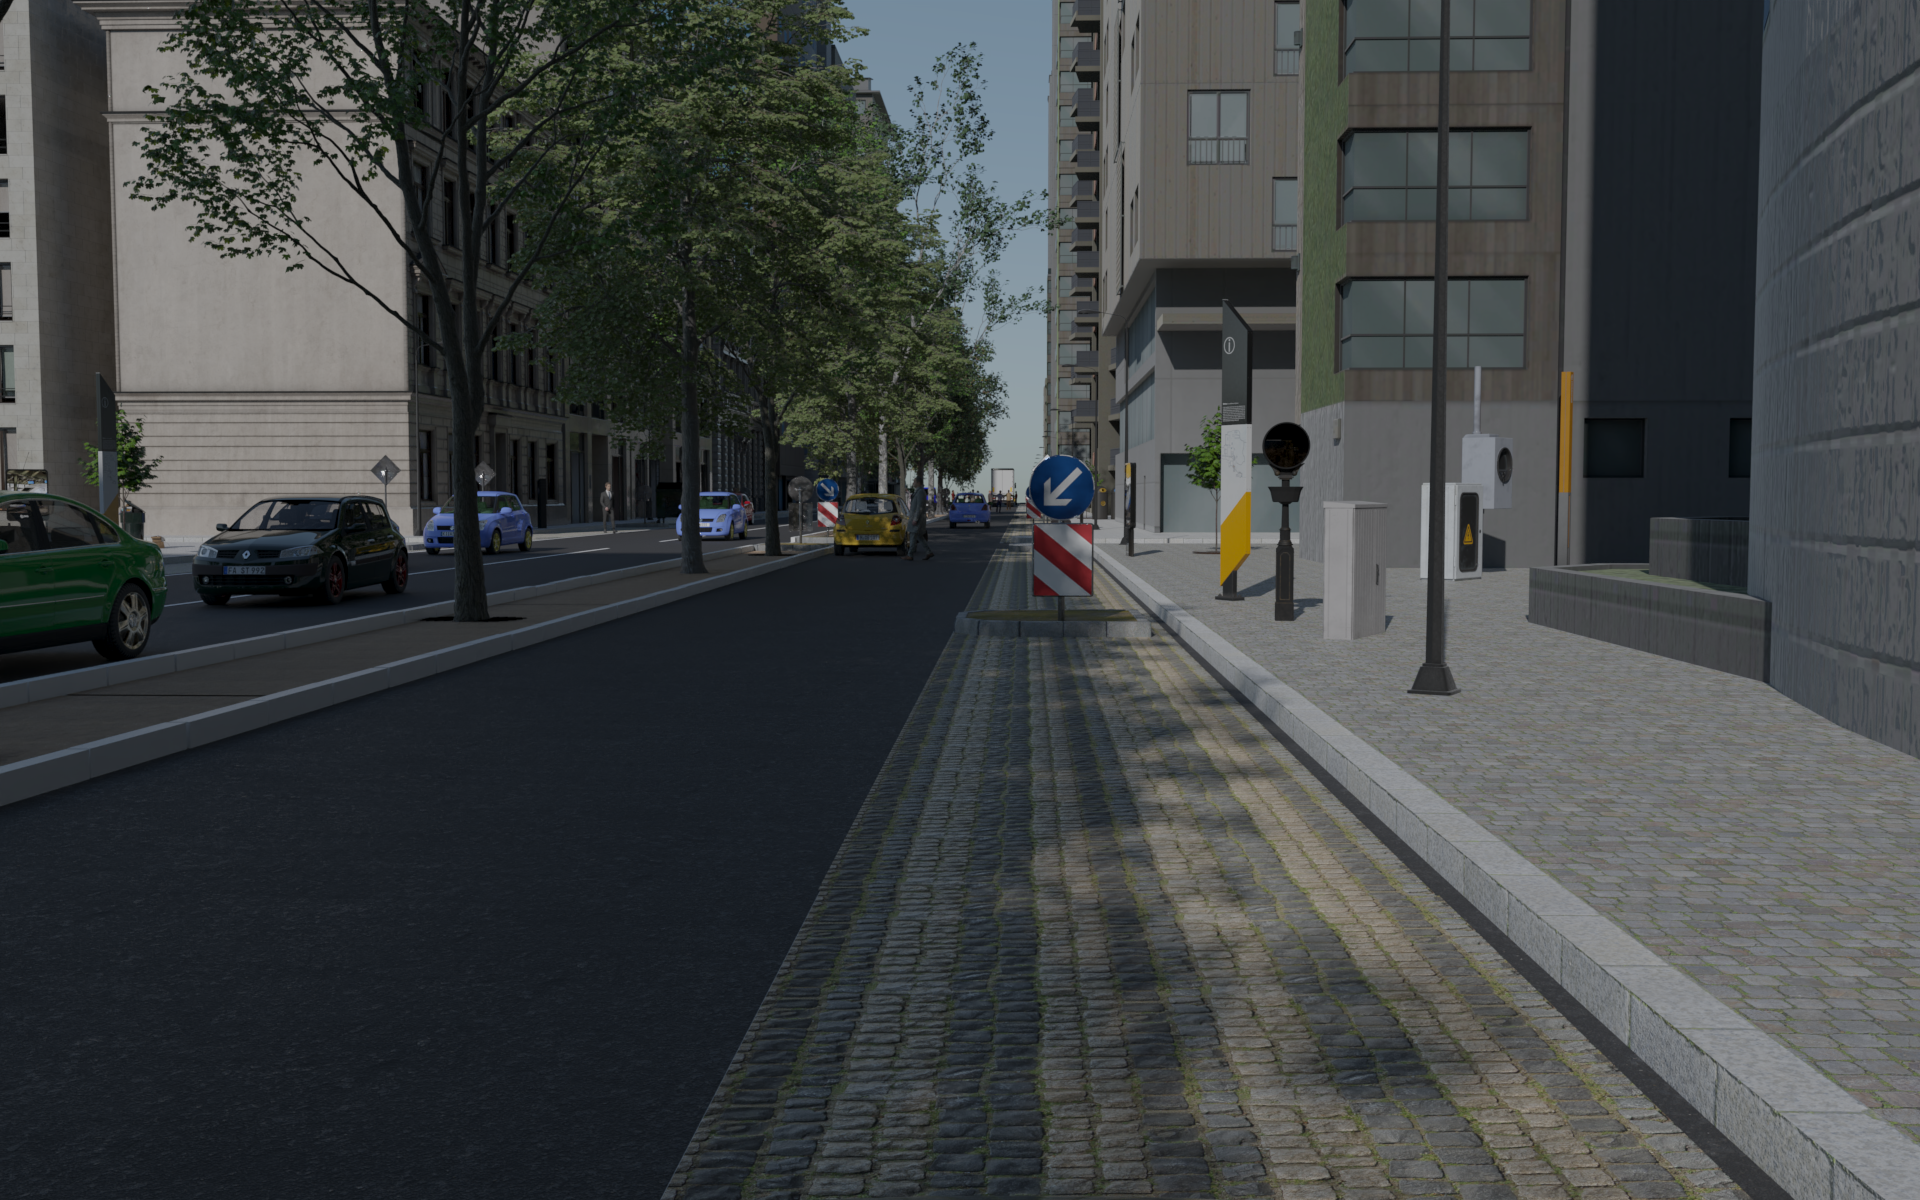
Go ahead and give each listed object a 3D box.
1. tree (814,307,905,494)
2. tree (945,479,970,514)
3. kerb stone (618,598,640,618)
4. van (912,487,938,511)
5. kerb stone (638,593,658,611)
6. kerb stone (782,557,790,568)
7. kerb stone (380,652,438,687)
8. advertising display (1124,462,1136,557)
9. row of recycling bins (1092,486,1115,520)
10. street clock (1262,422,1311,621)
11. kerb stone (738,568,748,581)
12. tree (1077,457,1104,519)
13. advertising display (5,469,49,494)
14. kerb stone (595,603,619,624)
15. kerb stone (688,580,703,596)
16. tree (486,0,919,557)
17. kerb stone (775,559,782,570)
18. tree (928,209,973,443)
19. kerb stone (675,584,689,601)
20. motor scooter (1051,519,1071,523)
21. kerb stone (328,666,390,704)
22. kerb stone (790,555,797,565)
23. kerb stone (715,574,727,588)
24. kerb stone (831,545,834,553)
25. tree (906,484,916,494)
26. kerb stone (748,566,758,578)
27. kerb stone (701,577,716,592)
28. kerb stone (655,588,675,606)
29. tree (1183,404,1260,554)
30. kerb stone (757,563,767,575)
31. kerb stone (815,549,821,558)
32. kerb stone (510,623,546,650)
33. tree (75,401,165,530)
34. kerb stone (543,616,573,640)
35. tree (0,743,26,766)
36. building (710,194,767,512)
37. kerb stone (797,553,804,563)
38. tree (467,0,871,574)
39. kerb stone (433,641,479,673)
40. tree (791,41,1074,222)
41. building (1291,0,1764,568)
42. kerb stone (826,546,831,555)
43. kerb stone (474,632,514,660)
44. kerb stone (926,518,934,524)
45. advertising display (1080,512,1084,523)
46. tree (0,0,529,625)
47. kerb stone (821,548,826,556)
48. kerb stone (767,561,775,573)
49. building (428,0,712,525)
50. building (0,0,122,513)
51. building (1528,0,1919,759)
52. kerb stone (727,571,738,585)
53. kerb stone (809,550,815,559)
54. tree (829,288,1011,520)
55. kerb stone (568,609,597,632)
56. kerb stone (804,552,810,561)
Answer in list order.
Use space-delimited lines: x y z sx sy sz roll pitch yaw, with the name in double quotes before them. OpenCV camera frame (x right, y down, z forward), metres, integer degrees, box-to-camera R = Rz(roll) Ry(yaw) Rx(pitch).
"tree" -3.683 -6.705 62.439 4.737 8.622 4.395 0 3 0
"tree" -0.906 -10.558 125.437 4.360 8.622 3.978 0 3 0
"kerb stone" -3.989 0.104 20.491 0.120 0.150 1.000 0 4 2
"van" -2.847 -8.755 147.526 2.240 2.365 5.245 0 4 2
"kerb stone" -3.952 0.046 21.520 0.120 0.150 1.000 0 4 2
"kerb stone" -3.488 -0.705 33.796 0.120 0.150 1.000 0 4 2
"kerb stone" -4.262 0.543 13.324 0.120 0.150 1.000 0 4 2
"advertising display" 3.518 -1.870 35.786 0.123 1.923 0.974 0 4 -2
"row of recycling bins" 8.370 -4.887 87.012 3.534 1.692 1.069 1 4 13
"street clock" 3.290 -0.792 17.519 0.471 2.002 0.358 0 4 8
"kerb stone" -3.686 -0.397 28.682 0.120 0.150 1.000 0 4 2
"tree" 6.446 -5.812 89.622 1.663 3.219 1.824 0 3 0
"advertising display" -23.979 -2.405 44.543 0.974 1.923 0.123 -2 4 -29
"kerb stone" -4.033 0.167 19.461 0.120 0.150 1.000 0 4 2
"kerb stone" -3.842 -0.146 24.596 0.120 0.150 1.000 0 4 2
"tree" -4.419 -6.821 39.740 9.928 11.665 9.643 0 3 0
"kerb stone" -3.540 -0.642 32.770 0.120 0.150 1.000 0 4 2
"tree" -3.462 -8.289 56.106 7.486 12.596 7.792 0 3 0
"kerb stone" -3.879 -0.077 23.574 0.120 0.150 1.000 0 4 2
"motor scooter" 2.035 -1.350 34.855 0.815 1.314 1.986 0 4 3
"kerb stone" -4.307 0.608 12.298 0.120 0.150 1.000 0 4 2
"kerb stone" -3.459 -0.768 34.818 0.120 0.150 1.000 0 4 2
"kerb stone" -3.768 -0.272 26.639 0.120 0.150 1.000 0 4 2
"kerb stone" -3.184 -1.200 41.981 0.120 0.150 1.000 0 4 2
"tree" -8.891 -17.922 287.624 1.663 3.219 1.824 0 3 0
"kerb stone" -3.645 -0.457 29.704 0.120 0.150 1.000 0 4 2
"kerb stone" -3.800 -0.209 25.617 0.120 0.150 1.000 0 4 2
"kerb stone" -3.910 -0.021 22.547 0.120 0.150 1.000 0 4 2
"tree" 5.658 -2.610 37.279 1.663 3.219 1.824 0 3 0
"kerb stone" -3.602 -0.522 30.726 0.120 0.150 1.000 0 4 2
"kerb stone" -3.302 -1.022 38.906 0.120 0.150 1.000 0 4 2
"kerb stone" -4.143 0.358 16.392 0.120 0.150 1.000 0 4 2
"tree" -17.231 -2.526 35.897 1.663 3.219 1.824 0 3 0
"kerb stone" -4.108 0.295 17.414 0.120 0.150 1.000 0 4 2
"tree" -5.729 -4.933 8.865 9.928 11.665 9.643 0 3 0
"building" -19.547 -17.652 117.488 11.050 23.489 19.941 0 4 2
"kerb stone" -3.414 -0.834 35.839 0.120 0.150 1.000 0 4 2
"tree" -4.720 -6.713 30.334 7.486 12.596 7.792 0 3 0
"kerb stone" -4.223 0.480 14.345 0.120 0.150 1.000 0 4 2
"tree" -2.057 -13.053 71.755 12.611 20.169 13.585 0 3 0
"building" 13.913 -16.149 35.737 14.160 30.474 14.107 0 4 2
"kerb stone" -3.226 -1.142 40.950 0.120 0.150 1.000 0 4 2
"kerb stone" -4.191 0.417 15.371 0.120 0.150 1.000 0 4 2
"kerb stone" -1.512 -3.937 86.573 0.120 0.150 1.000 0 4 2
"advertising display" 4.441 -3.547 63.215 0.123 1.923 0.974 0 3 0
"tree" -5.599 -5.568 19.248 9.928 11.665 9.643 0 3 0
"kerb stone" -3.265 -1.085 39.928 0.120 0.150 1.000 0 4 2
"kerb stone" -3.570 -0.584 31.747 0.120 0.150 1.000 0 4 2
"building" -25.476 -17.415 89.248 19.350 26.468 34.151 0 4 2
"building" -36.020 -12.406 57.590 16.860 20.320 10.420 0 4 2
"building" 14.899 -28.269 4.205 21.231 58.520 28.212 0 4 2
"kerb stone" -3.728 -0.330 27.661 0.120 0.150 1.000 0 4 2
"kerb stone" -3.345 -0.956 37.883 0.120 0.150 1.000 0 4 2
"tree" -2.123 -10.626 93.199 9.611 12.733 9.660 0 3 0
"kerb stone" -4.072 0.230 18.436 0.120 0.150 1.000 0 4 2
"kerb stone" -3.379 -0.897 36.861 0.120 0.150 1.000 0 4 2
